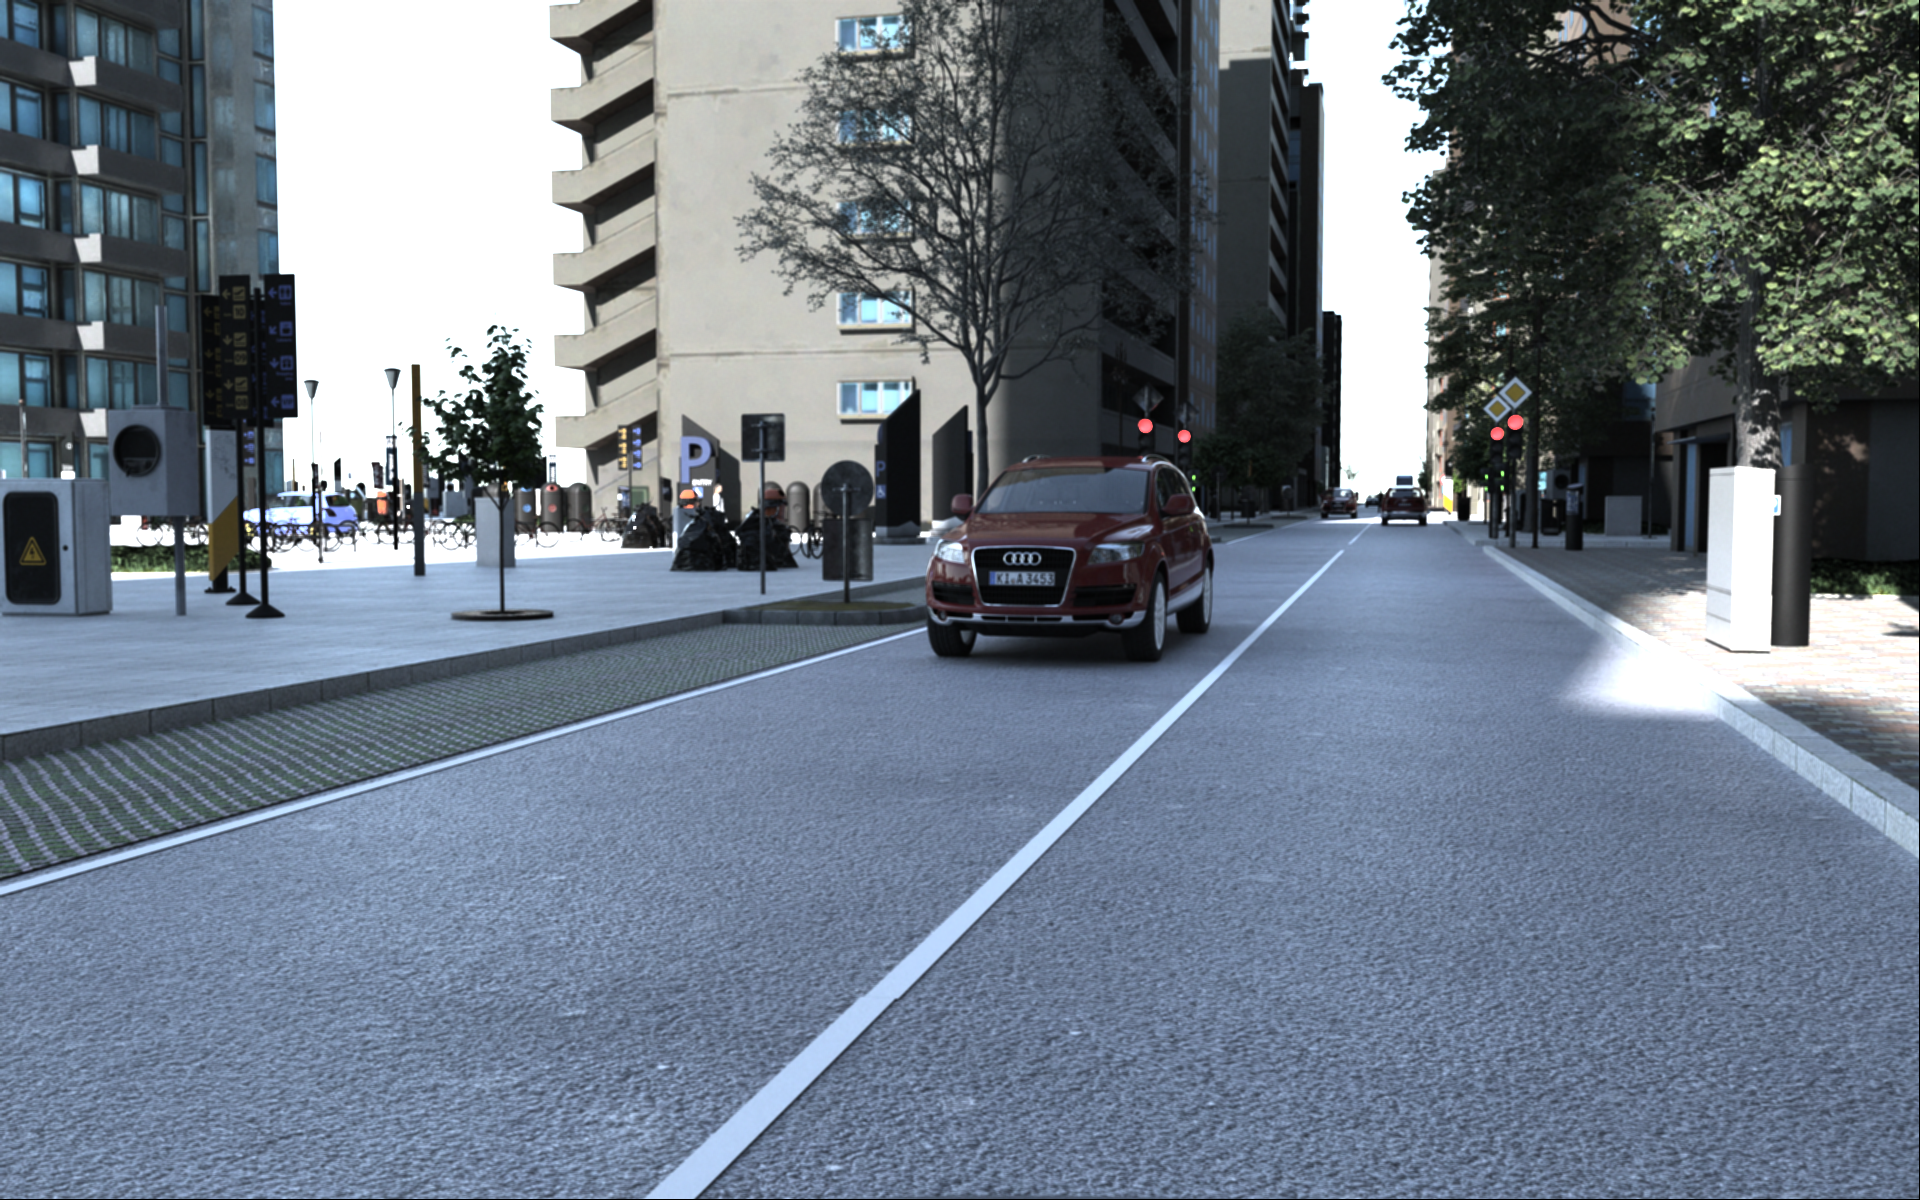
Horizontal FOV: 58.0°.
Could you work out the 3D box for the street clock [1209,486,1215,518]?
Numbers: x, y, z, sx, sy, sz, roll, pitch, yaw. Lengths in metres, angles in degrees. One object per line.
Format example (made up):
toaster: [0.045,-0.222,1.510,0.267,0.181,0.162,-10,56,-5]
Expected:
street clock: [13.276,-5.294,91.132,0.471,2.002,0.358,3,4,38]

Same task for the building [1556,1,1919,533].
building: [31.441,-25.575,68.265,14.600,45.320,14.200,1,4,14]

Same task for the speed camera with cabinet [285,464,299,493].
speed camera with cabinet: [-43.486,-7.347,114.451,2.038,3.252,0.660,1,4,10]

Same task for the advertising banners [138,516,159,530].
advertising banners: [-28.949,-3.991,61.439,0.090,3.025,2.074,0,4,-1]

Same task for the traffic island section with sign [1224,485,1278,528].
traffic island section with sign: [12.270,-3.963,73.420,1.989,1.847,2.006,1,4,14]

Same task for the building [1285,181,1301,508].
building: [22.770,-23.436,154.876,14.160,30.474,14.107,1,4,14]

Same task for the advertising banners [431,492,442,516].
advertising banners: [-30.252,-6.340,99.845,2.074,3.025,0.090,-3,5,-41]

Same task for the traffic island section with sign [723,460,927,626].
traffic island section with sign: [-1.416,-0.678,19.715,1.989,1.847,2.006,1,4,14]

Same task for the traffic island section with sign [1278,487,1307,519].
traffic island section with sign: [18.973,-5.569,99.689,1.989,1.847,2.006,1,4,14]

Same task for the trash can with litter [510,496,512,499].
trash can with litter: [-29.514,-6.251,113.259,2.233,1.210,1.678,-1,4,-9]

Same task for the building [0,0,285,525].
building: [-47.847,-27.951,76.606,30.456,49.044,23.786,1,4,14]

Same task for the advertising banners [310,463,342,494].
advertising banners: [-35.750,-6.228,98.014,0.090,3.025,2.074,3,5,45]

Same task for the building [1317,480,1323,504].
building: [30.348,-32.486,223.025,32.217,40.220,23.993,1,4,14]

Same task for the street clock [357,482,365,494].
street clock: [-35.149,-5.940,101.690,0.471,2.002,0.358,-1,4,-21]

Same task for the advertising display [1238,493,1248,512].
advertising display: [20.133,-7.183,122.654,0.974,1.923,0.123,3,4,39]

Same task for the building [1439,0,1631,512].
building: [51.247,-30.976,156.569,14.600,45.320,14.200,1,4,14]

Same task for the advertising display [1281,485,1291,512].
advertising display: [23.454,-7.297,124.527,0.974,1.923,0.123,-3,5,-41]

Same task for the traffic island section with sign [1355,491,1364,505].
traffic island section with sign: [58.402,-15.037,254.489,1.989,1.847,2.006,1,4,14]

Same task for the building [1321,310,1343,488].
building: [51.950,-30.439,269.385,14.160,30.474,14.107,1,4,14]

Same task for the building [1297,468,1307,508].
building: [24.024,-44.828,171.193,20.563,71.187,20.611,1,4,14]

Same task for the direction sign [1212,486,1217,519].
direction sign: [13.091,-5.905,88.546,0.379,3.537,0.876,1,4,22]

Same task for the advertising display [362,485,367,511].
advertising display: [-44.245,-7.521,128.187,0.123,1.923,0.974,1,4,13]

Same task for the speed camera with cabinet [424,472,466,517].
speed camera with cabinet: [-28.484,-6.185,95.455,2.038,3.252,0.660,-3,4,-37]

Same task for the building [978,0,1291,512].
building: [14.572,-31.420,137.424,21.300,48.544,21.600,1,4,14]

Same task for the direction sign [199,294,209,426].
direction sign: [-8.337,-1.715,20.042,0.379,3.537,0.876,3,4,36]

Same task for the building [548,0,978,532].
building: [-3.259,-27.176,68.023,21.300,48.544,21.600,1,4,14]

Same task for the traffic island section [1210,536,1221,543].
traffic island section: [6.650,-1.781,51.392,2.009,0.180,2.903,1,4,14]

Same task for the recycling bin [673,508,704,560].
recycling bin: [-4.882,-1.180,31.845,0.722,1.027,0.722,-1,4,-16]

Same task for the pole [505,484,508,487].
pole: [-20.374,-5.130,77.712,0.158,3.312,0.155,0,3,0]

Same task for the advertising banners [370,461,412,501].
advertising banners: [-30.408,-5.897,92.601,2.074,3.025,0.090,-1,4,-21]

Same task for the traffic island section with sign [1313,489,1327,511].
traffic island section with sign: [31.084,-8.477,147.227,1.989,1.847,2.006,1,4,14]

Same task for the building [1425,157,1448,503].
building: [76.618,-37.846,242.476,21.300,48.544,21.600,1,4,14]

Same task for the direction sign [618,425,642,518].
direction sign: [-10.834,-3.970,56.903,0.876,3.537,0.379,1,4,21]

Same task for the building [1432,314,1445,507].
building: [63.086,-20.325,177.346,27.650,21.520,28.899,1,4,14]

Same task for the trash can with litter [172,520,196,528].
trash can with litter: [-29.286,-3.290,65.180,0.624,1.170,1.055,1,4,19]

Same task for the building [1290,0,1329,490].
building: [41.921,-57.145,246.992,22.319,86.520,31.000,1,4,14]

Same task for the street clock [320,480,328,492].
street clock: [-32.436,-5.125,88.362,0.358,2.002,0.471,0,4,4]

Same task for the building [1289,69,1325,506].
building: [32.045,-32.894,187.931,14.600,45.320,14.200,1,4,14]

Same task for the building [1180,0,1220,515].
building: [7.171,-27.480,99.414,14.600,45.320,14.200,1,4,14]

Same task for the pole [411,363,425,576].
pole: [-8.505,-2.039,27.174,0.158,3.312,0.155,0,3,0]

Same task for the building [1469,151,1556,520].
building: [43.189,-15.376,96.442,27.650,21.520,28.899,1,4,14]

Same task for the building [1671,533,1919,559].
building: [20.934,-23.241,30.103,14.600,45.320,14.200,1,4,14]

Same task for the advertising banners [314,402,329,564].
advertising banners: [-12.042,-2.227,32.605,0.090,3.025,2.074,-1,4,-18]

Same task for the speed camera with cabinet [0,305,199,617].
speed camera with cabinet: [-9.103,-1.461,18.227,2.038,3.252,0.660,1,4,11]

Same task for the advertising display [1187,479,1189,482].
advertising display: [8.613,-3.730,66.196,0.123,1.923,0.974,1,4,20]

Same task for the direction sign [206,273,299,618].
direction sign: [-7.243,-1.587,17.949,0.876,3.537,0.379,1,4,13]

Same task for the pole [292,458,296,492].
pole: [-37.521,-6.344,97.565,0.158,3.312,0.155,0,3,0]

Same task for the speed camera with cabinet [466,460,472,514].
speed camera with cabinet: [-28.211,-6.356,98.258,0.660,3.252,2.038,-3,4,-36]

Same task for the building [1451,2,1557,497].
building: [50.107,-29.349,134.475,22.147,44.769,28.867,1,4,14]

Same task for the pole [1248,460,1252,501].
pole: [17.263,-6.684,103.134,0.158,3.312,0.155,0,3,0]

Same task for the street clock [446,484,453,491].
street clock: [-37.320,-7.471,126.726,0.358,2.002,0.471,3,5,43]

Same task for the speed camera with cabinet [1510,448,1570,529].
speed camera with cabinet: [21.225,-4.222,63.361,2.038,3.252,0.660,0,4,-7]
